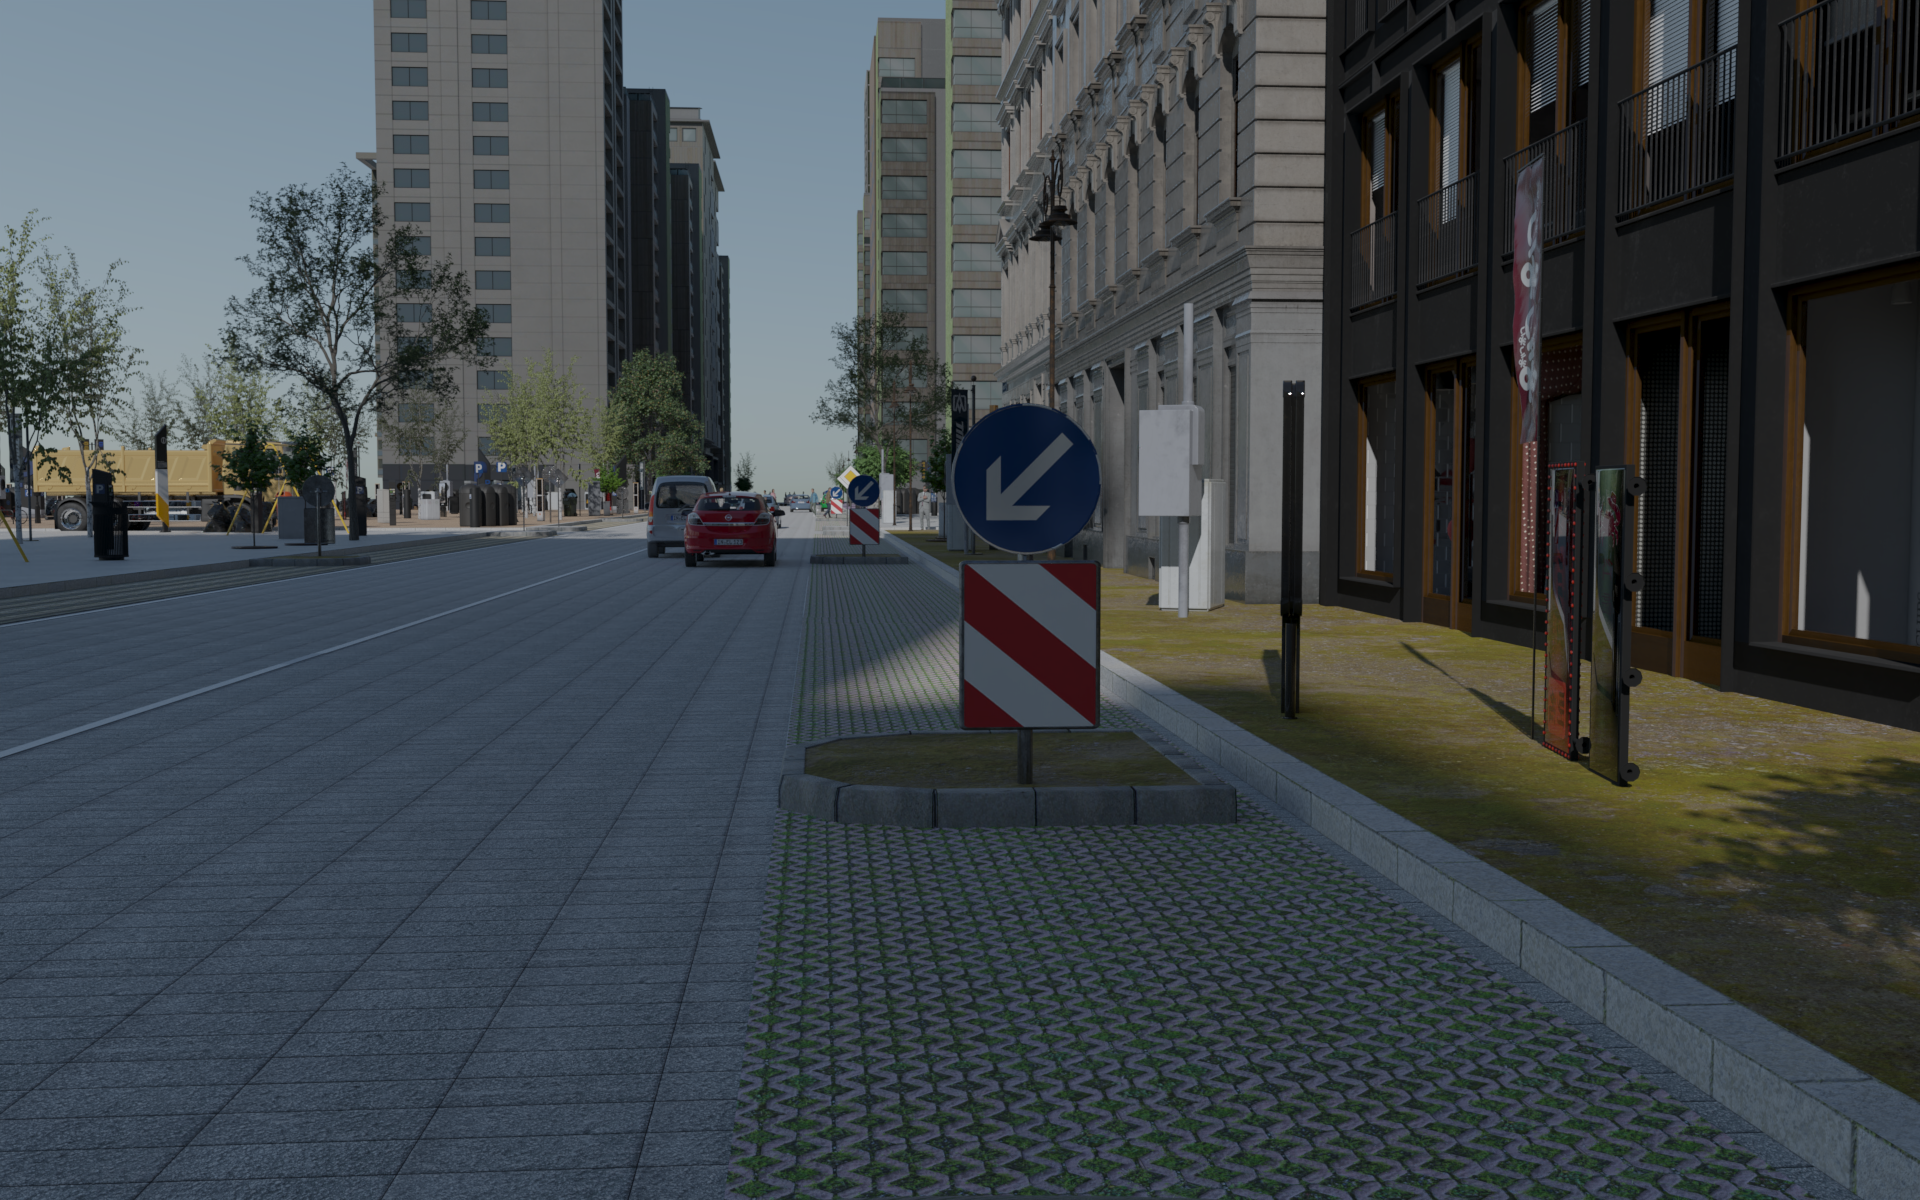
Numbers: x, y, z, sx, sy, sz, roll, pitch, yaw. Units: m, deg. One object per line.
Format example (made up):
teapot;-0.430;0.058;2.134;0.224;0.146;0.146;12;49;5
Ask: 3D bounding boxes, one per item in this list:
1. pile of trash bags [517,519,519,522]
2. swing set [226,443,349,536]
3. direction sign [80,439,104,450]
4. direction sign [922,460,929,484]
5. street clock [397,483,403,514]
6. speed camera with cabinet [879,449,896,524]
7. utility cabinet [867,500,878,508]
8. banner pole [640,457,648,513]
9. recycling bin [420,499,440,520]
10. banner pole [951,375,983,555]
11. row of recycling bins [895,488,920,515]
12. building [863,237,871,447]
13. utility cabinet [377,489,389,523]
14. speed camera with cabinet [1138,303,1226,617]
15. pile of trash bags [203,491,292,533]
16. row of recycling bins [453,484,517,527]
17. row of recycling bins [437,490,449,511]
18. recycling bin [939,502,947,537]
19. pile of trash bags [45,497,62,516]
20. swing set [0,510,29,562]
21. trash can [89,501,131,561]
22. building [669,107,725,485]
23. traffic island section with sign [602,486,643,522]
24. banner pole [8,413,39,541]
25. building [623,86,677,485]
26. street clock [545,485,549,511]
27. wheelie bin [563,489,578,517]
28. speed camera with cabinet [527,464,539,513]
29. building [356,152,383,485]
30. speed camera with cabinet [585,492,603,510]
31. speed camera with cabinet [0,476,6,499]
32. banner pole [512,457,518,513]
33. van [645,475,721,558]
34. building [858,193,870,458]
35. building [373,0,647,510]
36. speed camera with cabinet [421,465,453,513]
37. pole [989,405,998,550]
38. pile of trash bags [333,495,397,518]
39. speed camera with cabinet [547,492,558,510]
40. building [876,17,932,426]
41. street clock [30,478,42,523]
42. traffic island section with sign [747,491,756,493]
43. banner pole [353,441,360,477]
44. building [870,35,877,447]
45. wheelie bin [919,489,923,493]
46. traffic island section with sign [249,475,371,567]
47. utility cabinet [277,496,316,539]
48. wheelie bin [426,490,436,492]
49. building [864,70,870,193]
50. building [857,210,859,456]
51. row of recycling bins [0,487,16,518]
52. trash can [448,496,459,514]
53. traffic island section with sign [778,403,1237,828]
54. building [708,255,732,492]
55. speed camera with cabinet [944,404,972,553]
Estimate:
pile of trash bags;-21.281;-4.151;77.616;1.912;1.369;3.447;1;4;12
swing set;-21.311;-3.500;54.840;2.862;2.851;3.119;0;4;-1
direction sign;-35.623;-4.842;71.166;0.876;3.537;0.379;-2;4;-31
direction sign;-2.250;-7.583;115.983;0.876;3.537;0.379;3;5;43
street clock;-35.174;-6.384;108.948;0.471;2.002;0.358;-1;4;-15
speed camera with cabinet;-3.158;-4.998;76.056;0.660;3.252;2.038;0;4;-6
utility cabinet;-4.533;-4.995;90.345;0.318;1.500;1.173;-1;4;-17
banner pole;-21.598;-7.827;117.994;0.401;3.779;0.863;-3;5;-40
recycling bin;-26.268;-4.485;85.878;0.722;1.027;0.722;-3;5;-43
banner pole;0.114;-2.842;36.481;0.863;3.779;0.401;-3;5;-41
row of recycling bins;-3.482;-6.290;109.960;1.069;1.692;3.534;2;4;24
building;-3.975;-25.982;196.502;14.160;30.474;14.107;0;4;-5
utility cabinet;-25.424;-4.143;76.413;0.318;1.500;1.173;-2;4;-30
speed camera with cabinet;2.424;-1.496;18.794;0.660;3.252;2.038;1;4;19
pile of trash bags;-23.725;-2.963;58.194;3.447;1.369;1.912;2;4;25
row of recycling bins;-18.851;-3.812;69.445;1.069;1.692;3.534;1;4;16
row of recycling bins;-40.106;-7.894;136.186;1.069;1.692;3.534;0;4;6
recycling bin;-0.185;-2.426;52.215;0.722;1.027;0.722;2;4;24
pile of trash bags;-53.946;-5.555;100.581;3.447;1.369;1.912;-2;4;-29
swing set;-18.492;-2.022;30.688;2.862;2.851;3.119;-1;4;-16
trash can;-16.464;-1.341;33.578;0.748;1.137;0.748;0;3;0
building;-47.995;-39.748;239.123;28.713;52.752;27.495;0;4;-5
traffic island section with sign;-17.505;-4.973;89.944;1.989;1.847;2.006;0;4;-5
banner pole;-25.578;-3.498;47.205;0.863;3.779;0.401;1;4;15
building;-35.811;-29.702;169.227;14.154;41.232;14.086;0;4;-5
street clock;-32.110;-7.943;134.445;0.358;2.002;0.471;2;4;30
wheelie bin;-22.124;-5.526;98.263;0.980;1.594;0.693;2;4;30
speed camera with cabinet;-28.162;-7.343;114.388;0.660;3.252;2.038;0;4;-7
building;-45.876;-30.341;187.949;32.217;40.220;23.993;0;4;-5
speed camera with cabinet;-29.915;-8.992;141.354;0.660;3.252;2.038;-3;5;-40
speed camera with cabinet;-45.292;-5.298;80.962;0.660;3.252;2.038;-1;4;-9
banner pole;-29.624;-7.666;115.349;0.401;3.779;0.863;1;4;16
van;-6.381;-2.044;40.428;2.013;2.044;4.112;0;4;-6
building;-6.263;-33.881;237.551;14.154;41.232;14.086;0;4;-5
building;-37.868;-43.571;150.640;20.563;71.187;20.611;0;4;-5
speed camera with cabinet;-34.981;-7.425;115.739;2.038;3.252;0.660;0;4;6
pole;0.775;-2.807;39.742;0.158;3.312;0.155;0;3;0
pile of trash bags;-32.214;-5.199;94.758;3.447;1.369;1.912;2;4;24
speed camera with cabinet;-33.198;-8.841;138.881;2.038;3.252;0.660;-2;4;-30
building;-0.423;-28.731;153.345;14.154;41.232;14.086;0;4;-5
street clock;-40.290;-4.345;75.618;0.358;2.002;0.471;3;4;39
traffic island section with sign;-32.696;-16.386;276.535;1.989;1.847;2.006;0;4;-5
banner pole;-28.493;-5.619;81.880;0.401;3.779;0.863;0;4;4
building;-1.586;-31.666;167.848;14.600;45.320;14.200;0;4;-5
wheelie bin;-2.559;-6.399;112.536;0.980;1.594;0.693;0;4;7
traffic island section with sign;-13.048;-1.612;34.978;1.989;1.847;2.006;0;4;-5
utility cabinet;-19.069;-2.364;49.818;1.020;1.237;0.306;-2;4;-25
wheelie bin;-37.354;-7.003;122.405;0.980;1.594;0.693;-1;4;-10
building;-7.784;-52.226;292.138;20.563;71.187;20.611;0;4;-5
building;-7.937;-34.736;251.521;14.154;41.232;14.086;0;4;-5
row of recycling bins;-52.315;-5.391;95.256;1.069;1.692;3.534;1;4;13
trash can;-32.482;-6.092;111.259;0.748;1.137;0.748;0;3;0
traffic island section with sign;0.129;0.017;8.343;1.989;1.847;2.006;0;4;-5
building;-45.538;-36.968;288.027;14.154;41.232;14.086;0;4;-5
speed camera with cabinet;-0.015;-2.711;38.668;0.660;3.252;2.038;0;4;2
